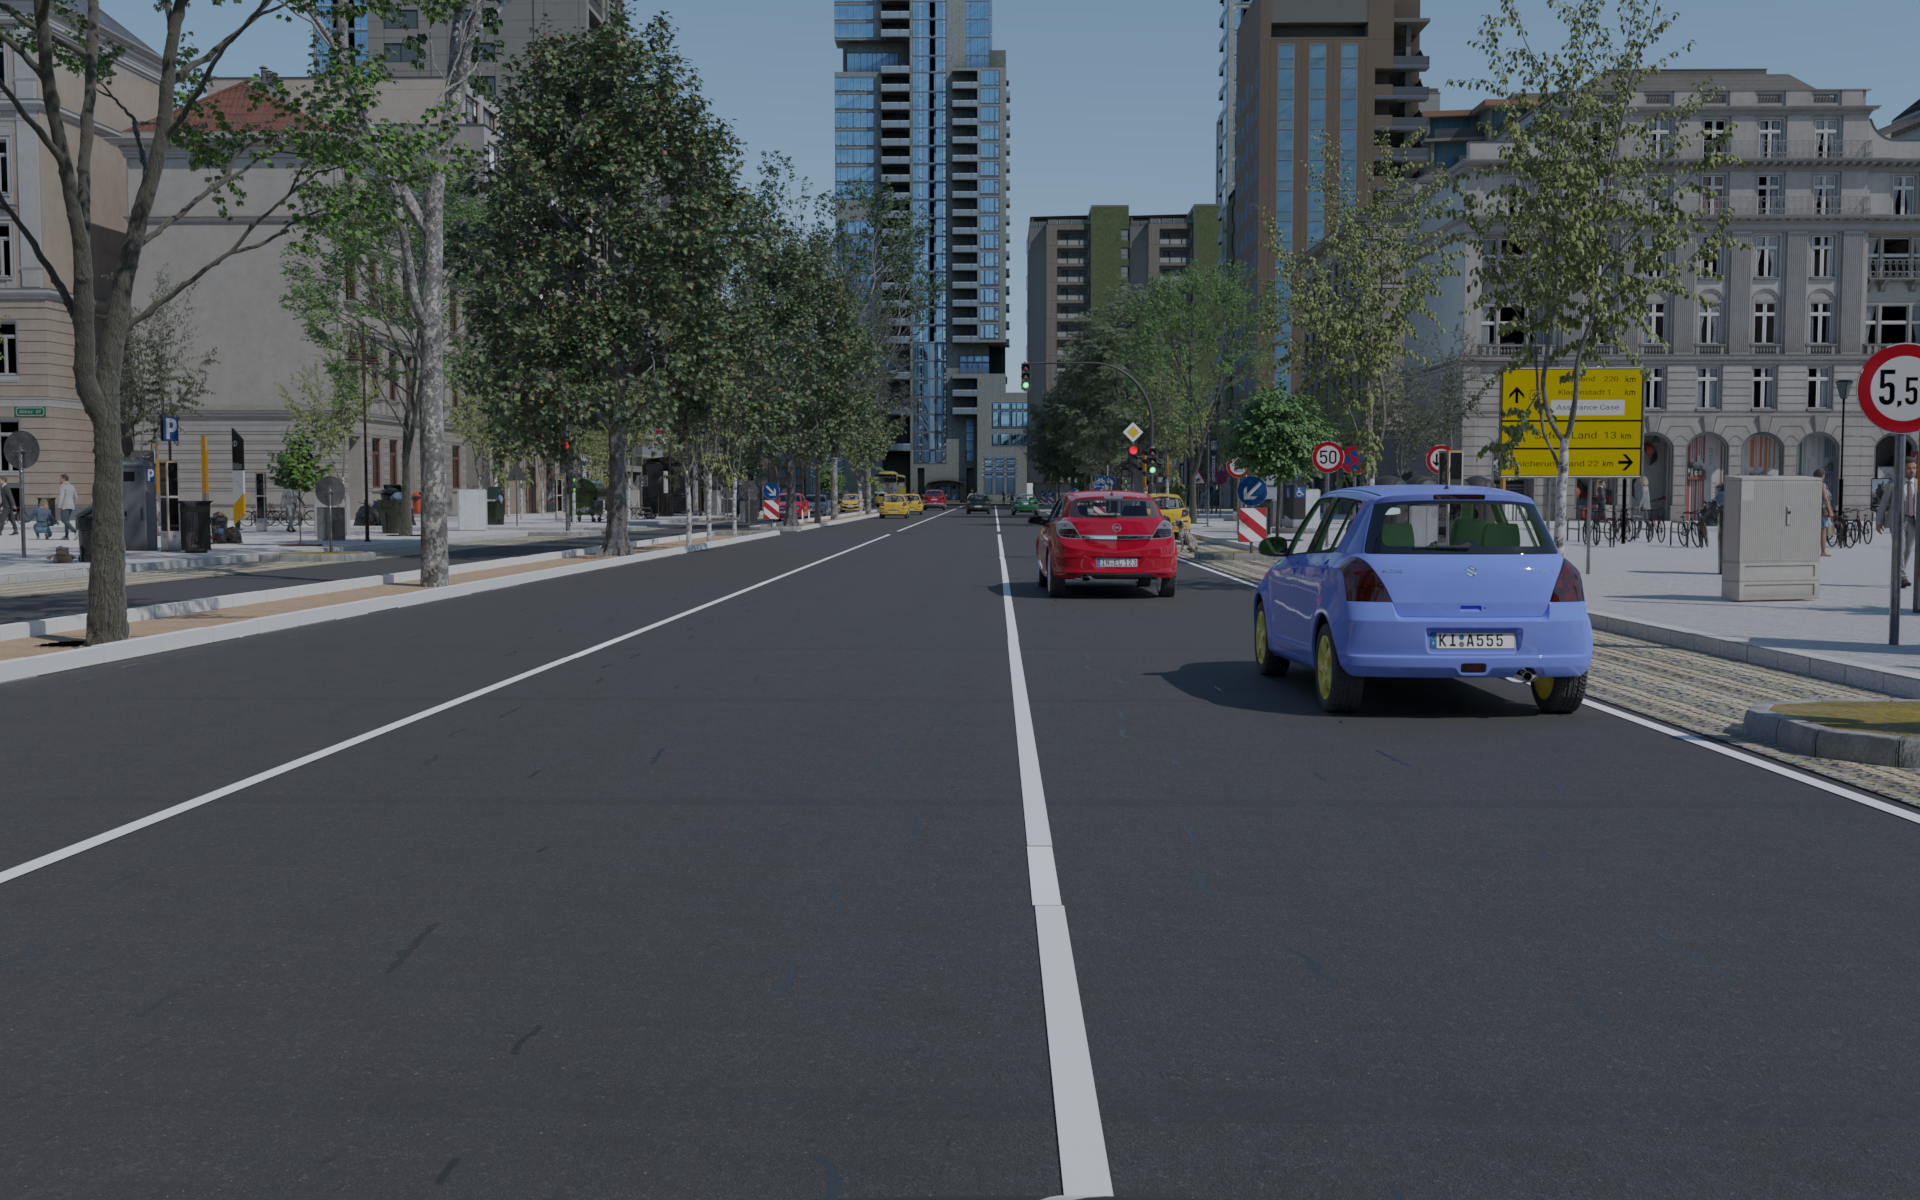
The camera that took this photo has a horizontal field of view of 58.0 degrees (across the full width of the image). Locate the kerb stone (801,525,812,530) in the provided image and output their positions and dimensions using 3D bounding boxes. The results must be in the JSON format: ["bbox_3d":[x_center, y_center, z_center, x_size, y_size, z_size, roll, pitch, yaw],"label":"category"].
[{"bbox_3d":[-6.203,-2.926,70.033,0.120,0.150,1.000,0,4,1],"label":"kerb stone"}]

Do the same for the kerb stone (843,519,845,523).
[{"bbox_3d":[-5.897,-3.866,85.412,0.120,0.150,1.000,0,4,1],"label":"kerb stone"}]

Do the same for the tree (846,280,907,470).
[{"bbox_3d":[-7.126,-9.377,72.773,9.611,12.733,9.660,0,3,0],"label":"tree"}]

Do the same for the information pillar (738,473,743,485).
[{"bbox_3d":[-17.384,-8.859,136.196,0.183,3.616,0.504,0,4,5],"label":"information pillar"}]

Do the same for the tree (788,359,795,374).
[{"bbox_3d":[-7.620,-6.457,58.394,4.360,8.622,3.978,0,3,0],"label":"tree"}]

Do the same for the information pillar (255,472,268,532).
[{"bbox_3d":[-23.719,-3.321,58.795,0.304,2.012,0.304,-1,4,-9],"label":"information pillar"}]

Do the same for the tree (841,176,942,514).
[{"bbox_3d":[-8.140,-14.526,95.846,12.611,20.169,13.585,0,3,0],"label":"tree"}]

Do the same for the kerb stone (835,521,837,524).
[{"bbox_3d":[-5.985,-3.616,81.310,0.120,0.150,1.000,0,4,1],"label":"kerb stone"}]

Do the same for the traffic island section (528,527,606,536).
[{"bbox_3d":[-13.634,-2.315,60.124,2.009,0.180,2.903,0,4,1],"label":"traffic island section"}]

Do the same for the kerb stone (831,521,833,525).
[{"bbox_3d":[-6.015,-3.490,79.258,0.120,0.150,1.000,0,4,1],"label":"kerb stone"}]

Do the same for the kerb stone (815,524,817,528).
[{"bbox_3d":[-6.161,-3.051,72.077,0.120,0.150,1.000,0,4,1],"label":"kerb stone"}]

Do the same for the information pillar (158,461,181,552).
[{"bbox_3d":[-17.601,-2.085,38.577,0.304,2.012,0.304,2,4,33],"label":"information pillar"}]

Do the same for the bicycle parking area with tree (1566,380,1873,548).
[{"bbox_3d":[19.711,-3.498,44.202,8.231,4.147,9.016,2,4,23],"label":"bicycle parking area with tree"}]

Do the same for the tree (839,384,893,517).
[{"bbox_3d":[-6.351,-9.708,111.549,4.737,8.622,4.395,0,3,0],"label":"tree"}]

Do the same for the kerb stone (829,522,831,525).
[{"bbox_3d":[-6.038,-3.427,78.225,0.120,0.150,1.000,0,4,1],"label":"kerb stone"}]

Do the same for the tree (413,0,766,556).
[{"bbox_3d":[-7.951,-7.368,39.924,9.611,12.733,9.660,0,3,0],"label":"tree"}]

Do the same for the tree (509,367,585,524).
[{"bbox_3d":[-16.390,-7.547,73.748,4.737,8.622,4.395,0,3,0],"label":"tree"}]

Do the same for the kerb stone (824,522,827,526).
[{"bbox_3d":[-6.087,-3.302,76.178,0.120,0.150,1.000,0,4,1],"label":"kerb stone"}]

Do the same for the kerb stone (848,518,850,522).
[{"bbox_3d":[-5.845,-4.050,88.479,0.120,0.150,1.000,0,4,1],"label":"kerb stone"}]

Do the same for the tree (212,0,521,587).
[{"bbox_3d":[-9.286,-10.311,26.929,12.611,20.169,13.585,0,3,0],"label":"tree"}]

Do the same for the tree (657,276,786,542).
[{"bbox_3d":[-7.541,-6.064,51.971,4.360,8.622,3.978,0,3,0],"label":"tree"}]

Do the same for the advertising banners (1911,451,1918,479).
[{"bbox_3d":[38.548,-4.467,69.228,0.090,3.025,2.074,0,4,-1],"label":"advertising banners"}]

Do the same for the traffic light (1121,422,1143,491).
[{"bbox_3d":[6.719,-4.812,67.595,0.839,4.253,0.868,0,4,1],"label":"traffic light"}]

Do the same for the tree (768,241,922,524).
[{"bbox_3d":[-6.893,-10.447,83.636,12.009,13.543,11.850,0,3,0],"label":"tree"}]

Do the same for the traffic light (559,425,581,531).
[{"bbox_3d":[-13.594,-4.347,59.988,0.839,4.253,0.868,0,4,1],"label":"traffic light"}]

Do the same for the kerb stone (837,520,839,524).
[{"bbox_3d":[-5.965,-3.679,82.339,0.120,0.150,1.000,0,4,1],"label":"kerb stone"}]

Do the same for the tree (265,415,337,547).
[{"bbox_3d":[-16.228,-2.952,42.859,1.663,3.219,1.824,0,3,0],"label":"tree"}]

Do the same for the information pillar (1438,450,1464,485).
[{"bbox_3d":[8.294,-1.518,29.307,0.304,2.012,0.304,-1,4,-19],"label":"information pillar"}]

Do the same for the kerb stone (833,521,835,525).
[{"bbox_3d":[-6.002,-3.553,80.288,0.120,0.150,1.000,0,4,1],"label":"kerb stone"}]

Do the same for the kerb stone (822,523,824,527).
[{"bbox_3d":[-6.109,-3.239,75.156,0.120,0.150,1.000,0,4,1],"label":"kerb stone"}]

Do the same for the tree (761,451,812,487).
[{"bbox_3d":[-14.922,-12.786,143.466,8.767,10.594,7.601,1,4,11],"label":"tree"}]

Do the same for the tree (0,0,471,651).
[{"bbox_3d":[-7.915,-5.358,15.813,9.928,11.665,9.643,0,3,0],"label":"tree"}]

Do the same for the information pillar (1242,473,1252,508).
[{"bbox_3d":[9.210,-3.111,55.360,0.304,2.012,0.304,-1,4,-13],"label":"information pillar"}]

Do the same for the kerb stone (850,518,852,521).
[{"bbox_3d":[-5.828,-4.117,89.515,0.120,0.150,1.000,0,4,1],"label":"kerb stone"}]

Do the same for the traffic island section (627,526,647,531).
[{"bbox_3d":[-13.478,-2.803,68.107,2.009,0.180,2.903,0,4,1],"label":"traffic island section"}]

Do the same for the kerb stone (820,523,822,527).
[{"bbox_3d":[-6.123,-3.177,74.133,0.120,0.150,1.000,0,4,1],"label":"kerb stone"}]

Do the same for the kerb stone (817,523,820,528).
[{"bbox_3d":[-6.141,-3.114,73.106,0.120,0.150,1.000,0,4,1],"label":"kerb stone"}]

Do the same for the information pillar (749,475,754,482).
[{"bbox_3d":[-16.172,-8.723,133.983,0.504,3.616,0.183,-2,4,-24],"label":"information pillar"}]

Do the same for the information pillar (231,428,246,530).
[{"bbox_3d":[-25.452,-4.265,61.087,0.504,3.616,0.183,1,4,21],"label":"information pillar"}]

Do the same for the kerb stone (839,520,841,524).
[{"bbox_3d":[-5.943,-3.740,83.364,0.120,0.150,1.000,0,4,1],"label":"kerb stone"}]

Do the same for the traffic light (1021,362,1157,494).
[{"bbox_3d":[4.470,-5.189,59.511,4.771,5.953,1.251,0,4,1],"label":"traffic light"}]

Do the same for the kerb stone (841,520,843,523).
[{"bbox_3d":[-5.923,-3.804,84.390,0.120,0.150,1.000,0,4,1],"label":"kerb stone"}]

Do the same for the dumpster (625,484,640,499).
[{"bbox_3d":[-18.837,-5.618,97.617,1.264,1.857,1.865,0,4,1],"label":"dumpster"}]

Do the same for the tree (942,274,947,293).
[{"bbox_3d":[-7.607,-16.074,121.162,12.611,20.169,13.585,0,3,0],"label":"tree"}]

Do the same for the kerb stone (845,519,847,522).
[{"bbox_3d":[-5.886,-3.928,86.435,0.120,0.150,1.000,0,4,1],"label":"kerb stone"}]

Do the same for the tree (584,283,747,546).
[{"bbox_3d":[-7.442,-5.779,47.301,4.737,8.622,4.395,0,3,0],"label":"tree"}]

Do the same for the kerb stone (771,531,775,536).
[{"bbox_3d":[-6.439,-2.202,58.201,0.120,0.150,1.000,0,4,1],"label":"kerb stone"}]

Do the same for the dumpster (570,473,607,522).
[{"bbox_3d":[-17.067,-4.685,79.086,1.502,2.255,1.985,0,4,1],"label":"dumpster"}]

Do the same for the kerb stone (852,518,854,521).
[{"bbox_3d":[-5.793,-4.180,90.537,0.120,0.150,1.000,0,4,1],"label":"kerb stone"}]

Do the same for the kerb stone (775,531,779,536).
[{"bbox_3d":[-6.413,-2.265,59.226,0.120,0.150,1.000,0,4,1],"label":"kerb stone"}]

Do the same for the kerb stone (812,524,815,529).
[{"bbox_3d":[-6.180,-2.988,71.055,0.120,0.150,1.000,0,4,1],"label":"kerb stone"}]

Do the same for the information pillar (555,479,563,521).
[{"bbox_3d":[-19.352,-4.834,83.525,0.304,2.012,0.304,-2,4,-30],"label":"information pillar"}]

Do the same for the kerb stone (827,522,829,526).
[{"bbox_3d":[-6.067,-3.362,77.200,0.120,0.150,1.000,0,4,1],"label":"kerb stone"}]
